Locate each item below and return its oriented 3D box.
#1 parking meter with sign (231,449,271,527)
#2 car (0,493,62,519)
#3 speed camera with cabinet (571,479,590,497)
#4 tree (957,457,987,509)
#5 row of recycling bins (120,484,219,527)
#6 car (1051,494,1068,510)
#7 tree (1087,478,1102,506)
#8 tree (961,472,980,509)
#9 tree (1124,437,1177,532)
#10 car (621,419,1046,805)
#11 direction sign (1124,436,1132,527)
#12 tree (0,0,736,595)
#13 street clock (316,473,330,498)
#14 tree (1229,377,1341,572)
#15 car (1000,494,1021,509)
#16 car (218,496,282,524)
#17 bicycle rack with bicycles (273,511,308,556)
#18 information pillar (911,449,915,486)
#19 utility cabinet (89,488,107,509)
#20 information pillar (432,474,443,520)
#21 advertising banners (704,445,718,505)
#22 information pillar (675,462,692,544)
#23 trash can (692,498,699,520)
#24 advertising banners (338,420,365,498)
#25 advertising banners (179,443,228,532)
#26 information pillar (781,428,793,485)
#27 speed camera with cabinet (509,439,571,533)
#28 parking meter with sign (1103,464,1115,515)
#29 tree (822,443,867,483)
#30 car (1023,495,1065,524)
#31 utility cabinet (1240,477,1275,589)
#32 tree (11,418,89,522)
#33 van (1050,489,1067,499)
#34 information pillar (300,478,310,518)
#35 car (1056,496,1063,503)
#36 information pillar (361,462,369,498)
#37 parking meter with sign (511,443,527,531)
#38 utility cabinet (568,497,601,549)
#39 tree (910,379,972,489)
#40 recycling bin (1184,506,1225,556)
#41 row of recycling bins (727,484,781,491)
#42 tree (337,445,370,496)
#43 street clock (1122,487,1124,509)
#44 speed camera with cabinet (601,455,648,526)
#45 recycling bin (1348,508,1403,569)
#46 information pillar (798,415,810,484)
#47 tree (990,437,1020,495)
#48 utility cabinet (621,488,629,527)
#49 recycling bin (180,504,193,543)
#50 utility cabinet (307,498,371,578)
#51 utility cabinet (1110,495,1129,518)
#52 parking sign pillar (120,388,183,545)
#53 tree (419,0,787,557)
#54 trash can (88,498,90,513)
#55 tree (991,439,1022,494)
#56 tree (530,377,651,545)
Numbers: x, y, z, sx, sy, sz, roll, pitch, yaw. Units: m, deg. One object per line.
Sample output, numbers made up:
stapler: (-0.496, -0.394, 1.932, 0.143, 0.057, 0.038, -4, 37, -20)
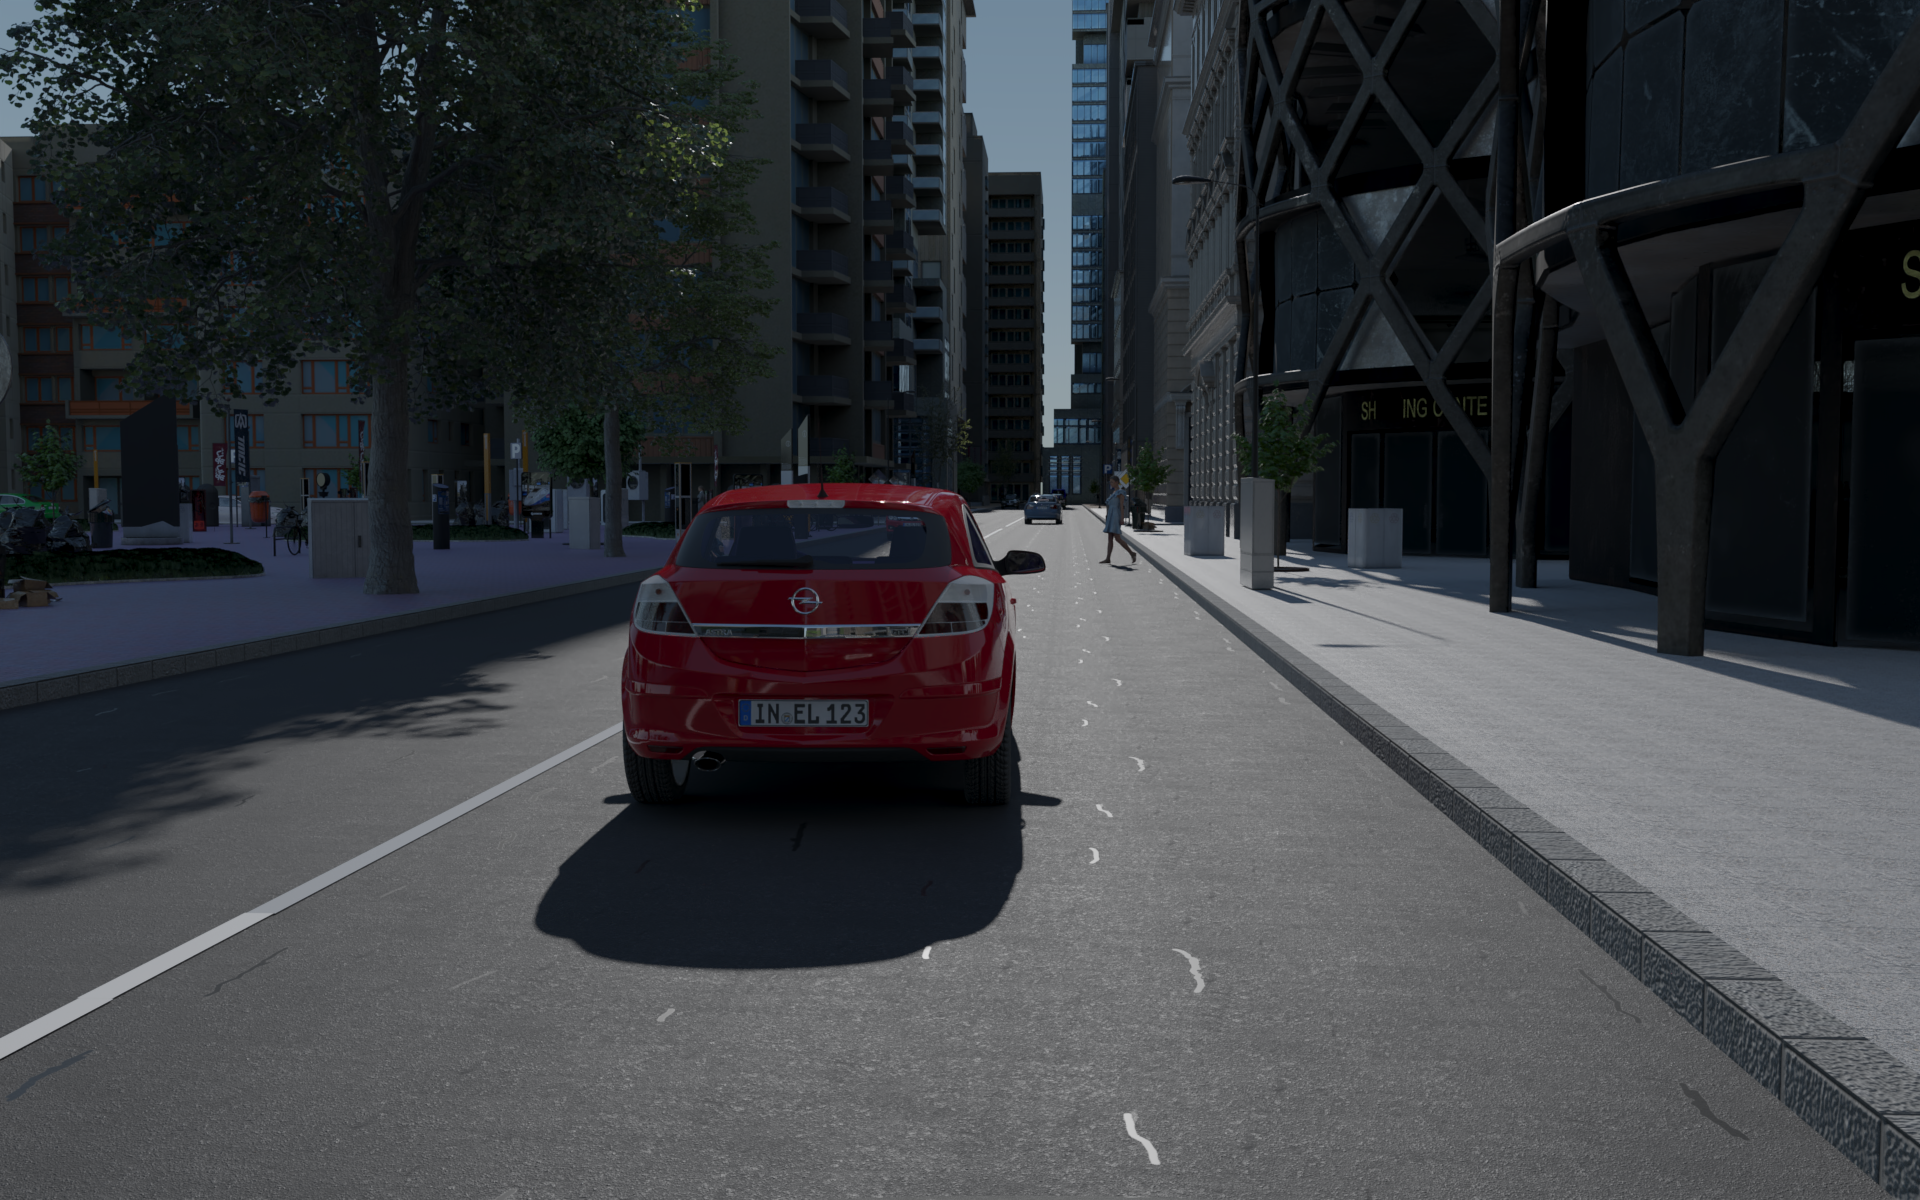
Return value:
parking meter with sign: (-27.789, -4.382, 67.900, 0.543, 3.016, 1.738, 1, 4, 18)
car: (-42.755, -4.199, 77.448, 4.718, 1.807, 1.959, 0, 4, 3)
speed camera with cabinet: (-24.862, -7.307, 113.798, 2.038, 3.252, 0.660, 1, 4, 22)
tree: (0.706, -10.263, 151.506, 4.285, 4.588, 4.351, 0, 3, 0)
row of recycling bins: (-30.899, -3.708, 67.736, 3.534, 1.692, 1.069, -1, 4, -19)
car: (8.946, -9.188, 160.010, 2.009, 1.686, 4.222, 0, 4, 3)
tree: (14.867, -12.152, 193.278, 1.663, 3.219, 1.824, 0, 3, 0)
tree: (1.000, -9.413, 148.496, 1.663, 3.219, 1.824, 0, 3, 0)
tree: (6.251, -3.910, 58.524, 1.663, 3.219, 1.824, 0, 3, 0)
car: (-0.598, -0.028, 9.492, 2.155, 1.783, 4.494, 0, 4, 2)
direction sign: (6.647, -4.644, 67.933, 0.379, 3.537, 0.876, 1, 4, 15)
tree: (-7.303, -7.062, 22.123, 9.857, 13.997, 8.962, 0, 3, 0)
street clock: (-21.545, -3.308, 58.649, 0.471, 2.002, 0.358, 2, 4, 32)
tree: (5.235, -2.104, 29.000, 1.663, 3.219, 1.824, 0, 3, 0)
car: (4.868, -9.643, 167.447, 2.009, 1.686, 4.222, 0, 4, 3)
car: (-31.280, -3.821, 74.836, 4.827, 1.381, 2.083, 0, 4, 4)
bicycle rack with bicycles: (-13.221, -1.434, 36.833, 2.852, 0.926, 2.925, 0, 4, -4)
information pillar: (-2.459, -6.107, 91.200, 0.183, 3.616, 0.504, -1, 4, -22)
utility cabinet: (-32.524, -3.469, 65.404, 0.318, 1.500, 1.173, -1, 4, -11)
information pillar: (-19.520, -3.686, 64.752, 0.304, 2.012, 0.304, 2, 4, 30)
advertising banners: (-8.930, -4.034, 62.138, 0.090, 3.025, 2.074, -1, 4, -21)
information pillar: (-6.458, -2.199, 40.448, 0.304, 2.012, 0.304, -2, 4, -30)
trash can: (-10.532, -3.425, 67.656, 0.748, 1.137, 0.748, 0, 3, 0)
advertising banners: (-14.115, -2.697, 40.285, 0.090, 3.025, 2.074, 0, 4, -2)
advertising banners: (-25.952, -3.836, 58.901, 2.074, 3.025, 0.090, -2, 4, -23)
information pillar: (-6.134, -4.294, 61.568, 0.504, 3.616, 0.183, 2, 4, 33)
speed camera with cabinet: (-15.122, -4.151, 62.197, 2.038, 3.252, 0.660, -1, 4, -13)
parking meter with sign: (8.758, -6.389, 100.724, 0.543, 3.016, 1.738, 0, 4, -8)
tree: (-4.222, -4.293, 64.789, 1.663, 3.219, 1.824, 0, 3, 0)
car: (4.054, -4.401, 83.961, 2.014, 1.417, 4.499, 0, 4, 5)
utility cabinet: (4.062, -0.914, 23.626, 0.318, 1.500, 1.173, 0, 4, 2)
tree: (-23.266, -3.028, 44.113, 1.663, 3.219, 1.824, 0, 3, 0)
van: (12.370, -13.039, 217.566, 2.240, 2.365, 5.245, 0, 4, 3)
information pillar: (-30.228, -4.616, 79.958, 0.304, 2.012, 0.304, -3, 5, -41)
car: (5.820, -6.325, 115.780, 2.083, 1.381, 4.827, 0, 4, 4)
information pillar: (-13.363, -2.125, 39.234, 0.304, 2.012, 0.304, -2, 4, -28)
parking meter with sign: (-14.582, -3.874, 59.606, 0.543, 3.016, 1.738, 2, 4, 35)
utility cabinet: (-8.785, -1.798, 40.552, 0.306, 1.237, 1.020, -3, 5, -40)
tree: (-1.358, -9.837, 111.204, 4.360, 8.622, 3.978, 0, 3, 0)
recycling bin: (5.115, -1.451, 36.280, 0.722, 1.027, 0.722, 0, 4, -5)
row of recycling bins: (-7.516, -3.695, 67.529, 3.534, 1.692, 1.069, -3, 5, -45)
tree: (-23.452, -4.513, 68.389, 1.663, 3.219, 1.824, 0, 3, 0)
street clock: (7.452, -4.604, 79.845, 0.358, 2.002, 0.471, -1, 4, -15)
speed camera with cabinet: (-13.367, -4.562, 68.927, 2.038, 3.252, 0.660, 2, 4, 31)
recycling bin: (7.213, -1.073, 30.099, 0.722, 1.027, 0.722, -1, 4, -11)
information pillar: (-4.625, -3.679, 51.505, 0.183, 3.616, 0.504, -3, 5, -41)
tree: (5.674, -16.513, 220.346, 4.737, 8.622, 4.395, 0, 3, 0)
utility cabinet: (-12.378, -3.319, 62.943, 0.318, 1.500, 1.173, 1, 4, 9)
recycling bin: (-20.641, -2.021, 45.596, 0.722, 1.027, 0.722, -1, 4, -16)
utility cabinet: (-9.464, -0.947, 26.646, 1.020, 1.237, 0.306, -2, 4, -32)
utility cabinet: (8.631, -5.034, 93.475, 1.020, 1.237, 0.306, -1, 4, -16)
parking sign pillar: (-20.493, -3.385, 43.821, 1.447, 3.967, 1.447, -1, 4, -21)
tree: (-7.510, -7.152, 35.065, 7.486, 12.596, 7.792, 0, 3, 0)
trash can: (-34.884, -3.571, 70.032, 0.748, 1.137, 0.748, 0, 3, 0)
tree: (6.204, -16.914, 226.903, 4.360, 8.622, 3.978, 0, 3, 0)
tree: (-9.392, -3.677, 43.837, 4.285, 4.588, 4.351, 0, 3, 0)
